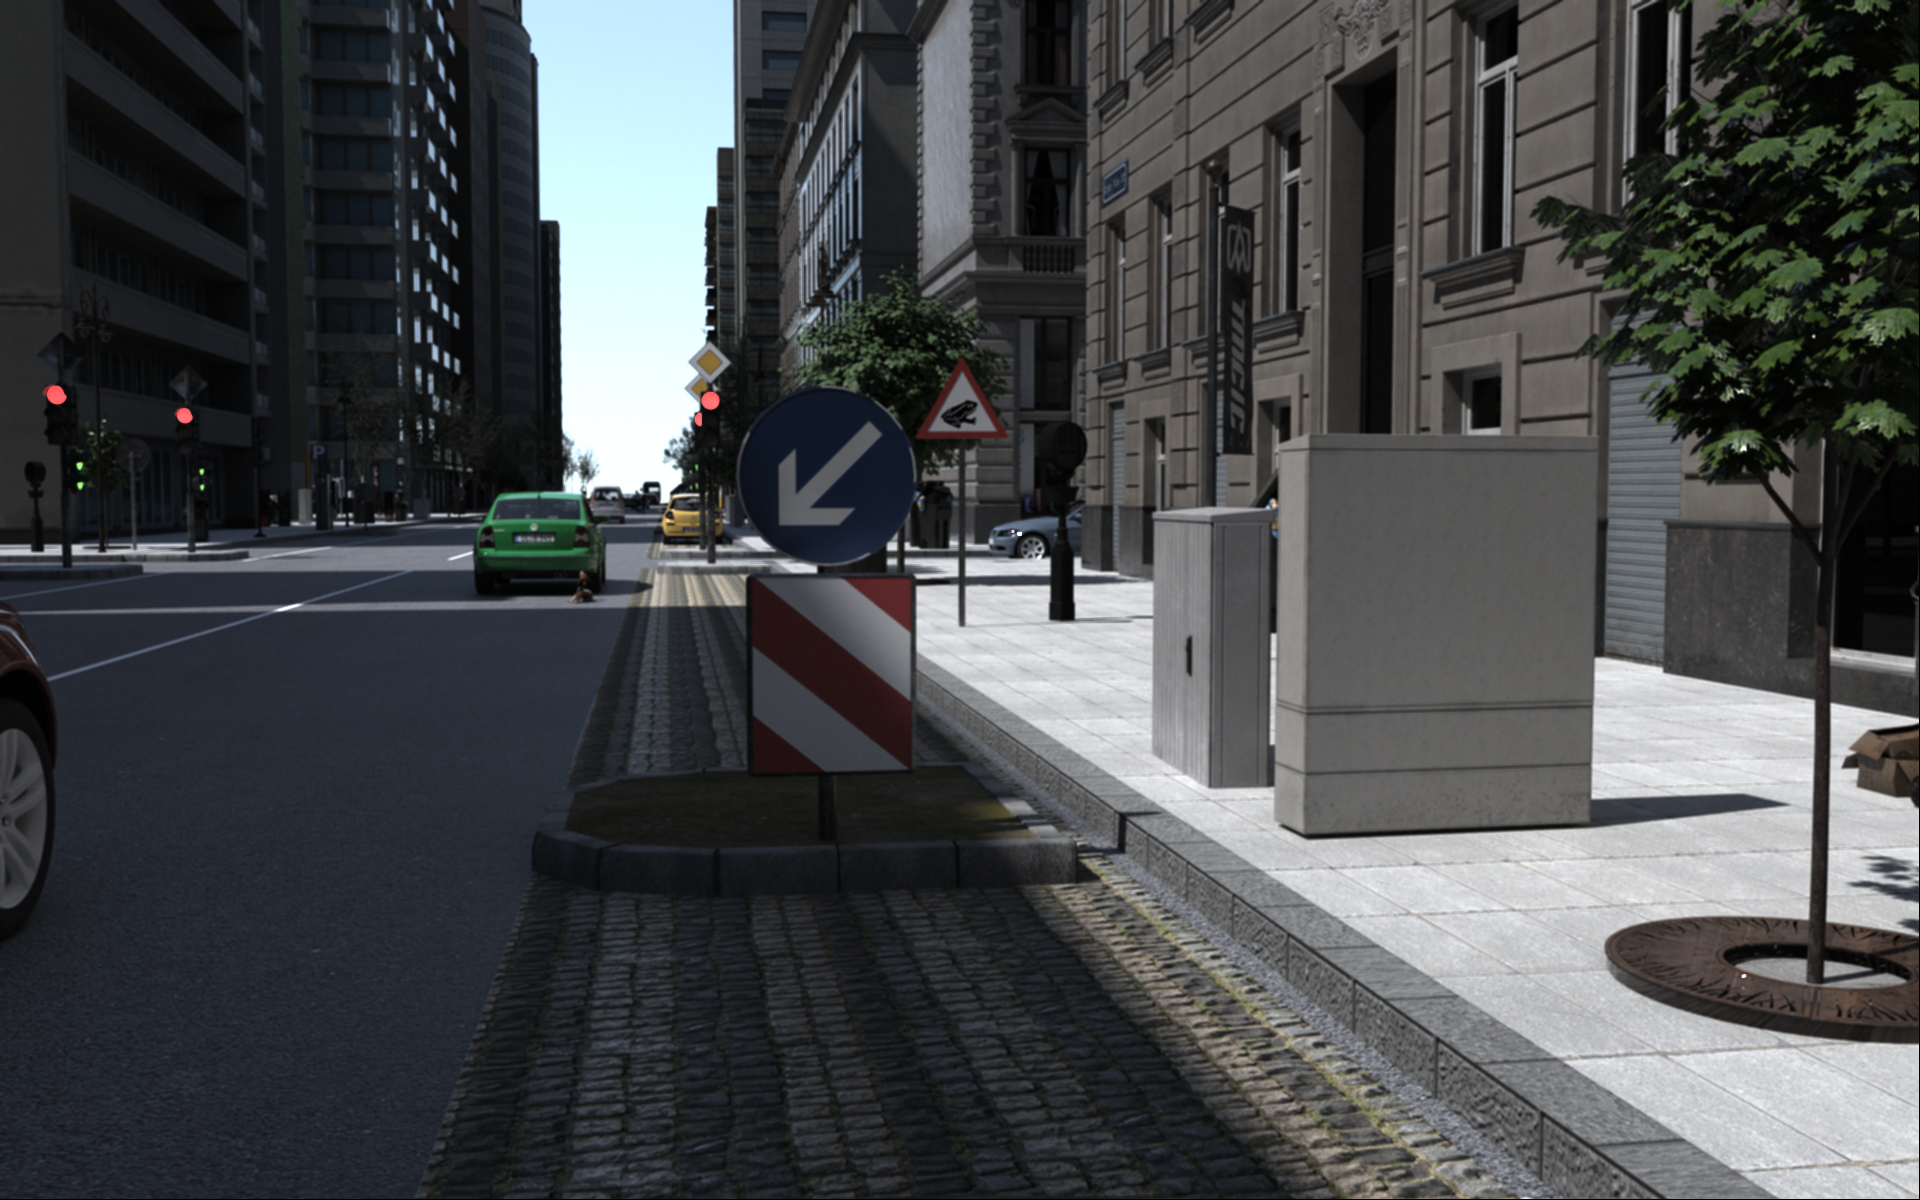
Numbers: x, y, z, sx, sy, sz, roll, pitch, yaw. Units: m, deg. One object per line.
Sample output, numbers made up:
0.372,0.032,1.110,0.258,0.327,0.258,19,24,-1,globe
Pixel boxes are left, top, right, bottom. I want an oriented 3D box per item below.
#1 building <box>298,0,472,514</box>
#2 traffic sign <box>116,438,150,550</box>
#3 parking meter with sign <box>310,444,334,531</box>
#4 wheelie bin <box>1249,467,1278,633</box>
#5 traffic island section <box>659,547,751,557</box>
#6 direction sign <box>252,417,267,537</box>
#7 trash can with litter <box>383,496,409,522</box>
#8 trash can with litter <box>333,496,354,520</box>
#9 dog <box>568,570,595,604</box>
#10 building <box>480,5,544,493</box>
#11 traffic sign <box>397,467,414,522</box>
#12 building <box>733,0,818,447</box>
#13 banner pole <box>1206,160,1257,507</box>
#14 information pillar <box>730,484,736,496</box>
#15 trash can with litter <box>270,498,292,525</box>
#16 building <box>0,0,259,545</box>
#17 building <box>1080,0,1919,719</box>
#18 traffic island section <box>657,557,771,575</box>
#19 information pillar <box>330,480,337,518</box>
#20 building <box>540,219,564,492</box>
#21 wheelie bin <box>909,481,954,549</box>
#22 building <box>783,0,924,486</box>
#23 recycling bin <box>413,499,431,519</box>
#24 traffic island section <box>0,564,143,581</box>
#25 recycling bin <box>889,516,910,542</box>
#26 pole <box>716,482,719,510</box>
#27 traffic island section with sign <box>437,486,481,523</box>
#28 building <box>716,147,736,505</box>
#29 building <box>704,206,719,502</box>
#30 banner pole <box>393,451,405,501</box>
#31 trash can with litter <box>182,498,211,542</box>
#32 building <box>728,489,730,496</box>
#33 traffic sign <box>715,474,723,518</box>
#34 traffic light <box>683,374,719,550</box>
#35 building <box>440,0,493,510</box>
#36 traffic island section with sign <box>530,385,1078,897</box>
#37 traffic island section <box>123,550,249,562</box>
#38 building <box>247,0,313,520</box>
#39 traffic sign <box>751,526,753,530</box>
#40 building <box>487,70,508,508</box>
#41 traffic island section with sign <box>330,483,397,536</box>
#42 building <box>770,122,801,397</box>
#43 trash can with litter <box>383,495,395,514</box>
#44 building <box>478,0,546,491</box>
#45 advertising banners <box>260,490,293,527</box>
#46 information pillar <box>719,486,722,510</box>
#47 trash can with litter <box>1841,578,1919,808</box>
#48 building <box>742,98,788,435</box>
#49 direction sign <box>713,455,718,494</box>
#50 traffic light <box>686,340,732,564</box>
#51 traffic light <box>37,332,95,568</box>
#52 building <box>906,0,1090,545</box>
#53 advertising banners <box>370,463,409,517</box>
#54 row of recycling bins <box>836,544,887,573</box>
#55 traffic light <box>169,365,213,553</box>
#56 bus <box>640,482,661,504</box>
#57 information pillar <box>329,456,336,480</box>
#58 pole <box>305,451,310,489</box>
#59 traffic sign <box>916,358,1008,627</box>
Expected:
-48.524,-30.857,124.122,23.786,49.044,30.456,-1,4,-10,building
-18.886,-2.413,39.564,0.768,2.556,0.104,0,4,-2,traffic sign
-22.670,-4.000,61.666,0.543,3.016,1.738,-1,4,-12,parking meter with sign
3.041,-0.509,16.224,0.693,1.594,0.980,0,4,5,wheelie bin
-5.891,-1.075,39.854,2.009,0.180,2.903,-1,4,-10,traffic island section
-20.831,-3.636,51.452,0.379,3.537,0.876,0,4,-5,direction sign
-25.847,-4.156,79.331,1.055,1.170,0.624,-3,4,-36,trash can with litter
-30.410,-4.520,84.954,2.233,1.210,1.678,-2,4,-27,trash can with litter
-5.092,-0.175,23.062,0.550,0.427,0.748,2,4,27,dog
-62.084,-40.731,207.955,21.231,58.520,28.212,-1,4,-10,building
-25.719,-4.908,80.348,0.768,2.556,0.104,0,4,-5,traffic sign
-9.266,-37.318,152.150,21.231,58.520,28.212,-1,4,-10,building
2.051,-1.423,13.278,0.401,3.779,0.863,3,4,38,banner pole
-13.922,-6.220,106.196,0.304,2.012,0.304,0,4,1,information pillar
-28.477,-3.724,72.279,1.055,1.170,0.624,-2,4,-31,trash can with litter
-34.855,-26.136,51.028,21.300,48.544,21.600,-1,4,-10,building
9.666,-13.507,18.096,12.463,27.353,25.104,-1,4,-10,building
-4.564,-0.593,31.980,2.009,0.180,2.903,-1,4,-10,traffic island section
-33.935,-5.457,93.710,0.304,2.012,0.304,-2,4,-33,information pillar
-65.210,-34.679,250.589,14.154,41.232,14.086,-1,4,-10,building
-0.554,-1.997,40.557,0.693,1.594,0.980,3,4,36,wheelie bin
1.290,-14.875,76.491,16.112,22.955,30.059,-1,4,-10,building
-27.524,-4.649,88.562,0.722,1.027,0.722,0,4,-3,recycling bin
-15.552,-0.481,30.139,2.009,0.180,2.903,-1,4,-10,traffic island section
-1.695,-2.077,46.517,0.722,1.027,0.722,2,4,23,recycling bin
-14.140,-6.544,100.845,0.158,3.312,0.155,0,3,0,pole
-25.186,-4.804,87.181,1.989,1.847,2.006,-1,4,-10,traffic island section with sign
-22.036,-32.072,207.973,14.154,41.232,14.086,-1,4,-10,building
-26.910,-36.978,259.218,22.147,44.769,28.867,-1,4,-10,building
-32.271,-6.699,99.541,0.863,3.779,0.401,1,4,17,banner pole
-20.463,-2.146,46.479,0.624,1.170,1.055,-1,4,-17,trash can with litter
-13.401,-45.190,177.104,20.563,71.187,20.611,-1,4,-10,building
-12.887,-5.739,93.931,0.768,2.556,0.104,0,4,-6,traffic sign
-5.933,-3.108,39.733,0.839,4.253,0.868,-1,4,-10,traffic light
-47.750,-30.389,146.965,14.600,45.320,14.200,-1,4,-10,building
-0.712,0.094,7.096,1.989,1.847,2.006,-1,4,-10,traffic island section with sign
-16.879,-0.962,38.014,2.009,0.180,2.903,-1,4,-10,traffic island section
-39.801,-24.362,81.919,14.154,41.232,14.086,-1,4,-10,building
-7.484,-3.806,62.334,0.768,2.556,0.104,0,4,-2,traffic sign
-50.187,-29.205,161.093,14.154,41.232,14.086,-1,4,-10,building
-20.571,-3.133,59.857,1.989,1.847,2.006,-1,4,-10,traffic island section with sign
-4.347,-18.730,103.497,12.463,27.353,25.104,-1,4,-10,building
-36.218,-6.041,109.829,2.233,1.210,1.678,-2,4,-24,trash can with litter
-66.660,-48.517,231.508,20.563,71.187,20.611,-1,4,-10,building
-27.399,-4.403,68.172,2.074,3.025,0.090,-2,4,-29,advertising banners
-15.834,-7.542,114.670,0.183,3.616,0.504,-2,4,-25,information pillar
4.056,0.260,7.141,0.624,1.170,1.055,0,4,-7,trash can with litter
-9.366,-21.963,130.793,14.160,30.474,14.107,-1,4,-10,building
-13.559,-6.345,95.742,0.379,3.537,0.876,-3,4,-37,direction sign
-4.605,-2.626,31.859,0.839,4.253,0.868,-1,4,-10,traffic light
-15.511,-2.513,30.012,0.839,4.253,0.868,-1,4,-10,traffic light
8.685,-13.496,49.540,19.941,23.489,11.050,-1,4,-10,building
-31.704,-6.117,96.204,2.074,3.025,0.090,0,4,-5,advertising banners
-1.795,-1.347,29.143,1.069,1.692,3.534,-1,4,-9,row of recycling bins
-16.838,-2.995,37.886,0.839,4.253,0.868,-1,4,-10,traffic light
-46.536,-16.255,260.630,2.948,3.499,13.247,-1,4,-12,bus
-38.813,-7.085,107.192,0.183,3.616,0.504,1,4,22,information pillar
-30.893,-5.397,82.082,0.158,3.312,0.155,0,3,0,pole
0.018,-1.020,16.686,0.884,2.594,0.081,0,4,0,traffic sign
